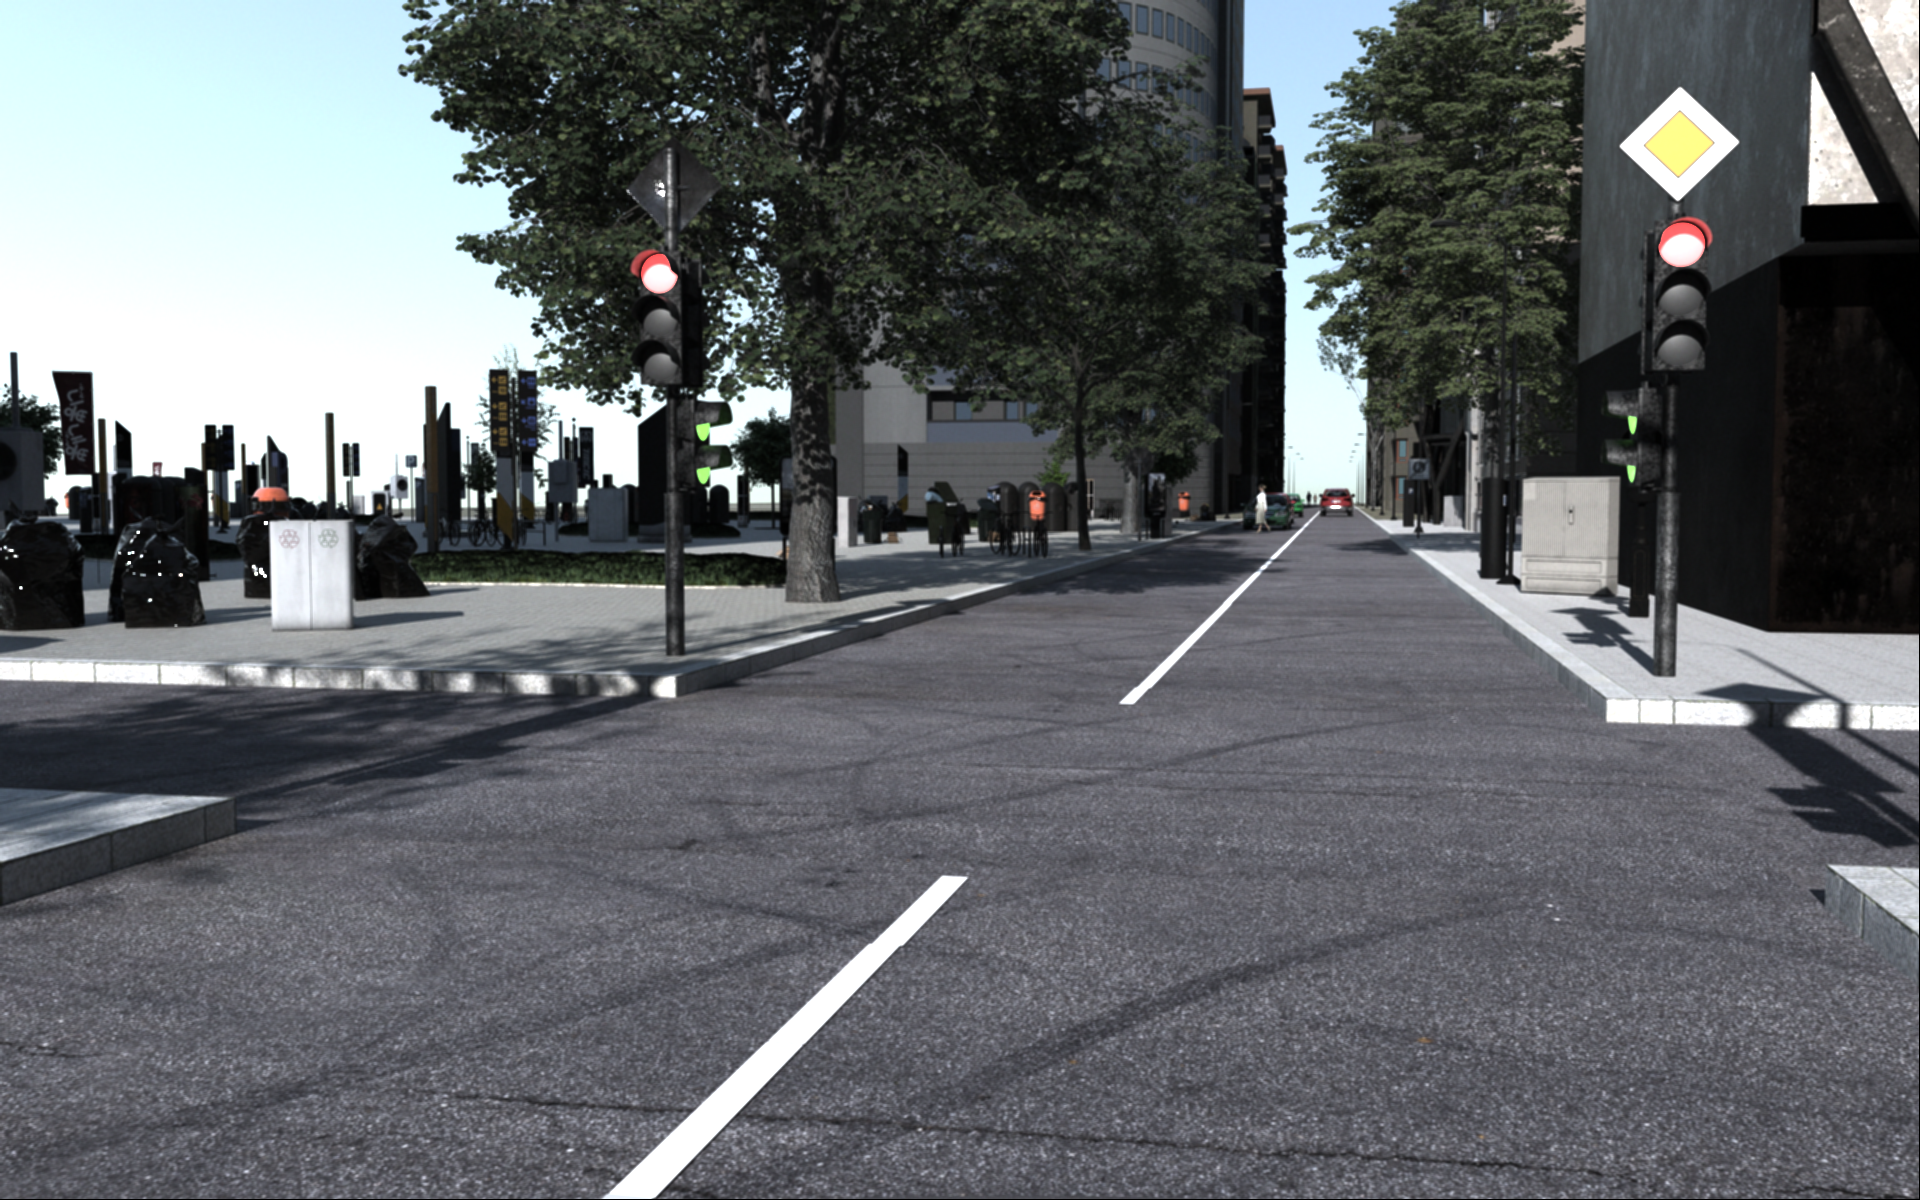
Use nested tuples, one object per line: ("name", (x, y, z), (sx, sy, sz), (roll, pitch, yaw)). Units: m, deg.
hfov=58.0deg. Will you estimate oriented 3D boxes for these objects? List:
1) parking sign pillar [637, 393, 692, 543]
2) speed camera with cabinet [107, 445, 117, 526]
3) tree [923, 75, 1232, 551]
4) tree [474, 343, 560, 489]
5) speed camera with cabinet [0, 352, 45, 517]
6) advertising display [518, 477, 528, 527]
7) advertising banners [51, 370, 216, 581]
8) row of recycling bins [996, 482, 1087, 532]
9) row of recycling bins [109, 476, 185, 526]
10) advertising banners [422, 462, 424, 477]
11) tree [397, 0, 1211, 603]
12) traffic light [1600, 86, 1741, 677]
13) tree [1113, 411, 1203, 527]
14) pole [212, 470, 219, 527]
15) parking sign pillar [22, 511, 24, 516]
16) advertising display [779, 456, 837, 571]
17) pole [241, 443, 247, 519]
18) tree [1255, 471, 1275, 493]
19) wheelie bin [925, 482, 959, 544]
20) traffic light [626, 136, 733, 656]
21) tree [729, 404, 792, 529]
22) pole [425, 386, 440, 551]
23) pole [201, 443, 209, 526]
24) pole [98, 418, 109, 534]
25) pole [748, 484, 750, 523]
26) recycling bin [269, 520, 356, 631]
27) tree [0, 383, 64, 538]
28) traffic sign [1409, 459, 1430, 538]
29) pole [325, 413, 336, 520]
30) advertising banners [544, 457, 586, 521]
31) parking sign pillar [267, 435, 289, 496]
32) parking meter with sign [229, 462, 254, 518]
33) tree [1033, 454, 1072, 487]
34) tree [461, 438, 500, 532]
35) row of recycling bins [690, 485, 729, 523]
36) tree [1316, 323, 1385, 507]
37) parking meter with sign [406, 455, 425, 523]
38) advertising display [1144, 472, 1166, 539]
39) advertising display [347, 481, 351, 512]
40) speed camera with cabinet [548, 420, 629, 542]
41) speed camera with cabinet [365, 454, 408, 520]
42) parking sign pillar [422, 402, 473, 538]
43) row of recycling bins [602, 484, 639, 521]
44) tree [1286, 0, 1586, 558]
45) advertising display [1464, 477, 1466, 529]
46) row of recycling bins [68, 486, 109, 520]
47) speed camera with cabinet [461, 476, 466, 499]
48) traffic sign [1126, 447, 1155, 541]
("parking sign pillar", (-7.849, -3.514, 45.934), (1.447, 3.967, 1.447), (1, 4, 12))
("speed camera with cabinet", (-33.212, -4.610, 69.706), (2.038, 3.252, 0.660), (-1, 4, -10))
("tree", (2.505, -6.407, 39.172), (7.601, 10.594, 8.767), (0, 4, 1))
("tree", (-21.240, -8.167, 83.897), (4.737, 8.622, 4.395), (0, 3, 0))
("speed camera with cabinet", (-13.866, -1.817, 24.051), (2.038, 3.252, 0.660), (0, 4, 3))
("advertising display", (-16.634, -3.742, 66.395), (0.123, 1.923, 0.974), (-3, 5, -41))
("advertising banners", (-11.915, -1.764, 25.033), (2.074, 3.025, 0.090), (-2, 4, -27))
("row of recycling bins", (2.733, -3.160, 58.771), (3.534, 1.692, 1.069), (-2, 4, -27))
("row of recycling bins", (-18.420, -2.008, 39.948), (1.069, 1.692, 3.534), (-1, 4, -9))
("advertising banners", (-29.283, -6.063, 95.310), (0.090, 3.025, 2.074), (-2, 4, -32))
("tree", (-1.872, -6.949, 20.265), (9.857, 13.997, 8.962), (0, 3, 0))
("traffic light", (4.950, -1.418, 12.104), (0.839, 4.253, 0.868), (1, 4, 12))
("tree", (7.679, -5.107, 67.213), (4.285, 4.588, 4.351), (0, 3, 0))
("pole", (-29.217, -4.532, 67.947), (0.158, 3.312, 0.155), (0, 3, 0))
("parking sign pillar", (-44.058, -5.646, 80.781), (1.447, 3.967, 1.447), (3, 4, 38))
("advertising display", (-2.548, -1.462, 29.113), (0.974, 1.923, 0.123), (1, 4, 11))
("pole", (-28.782, -4.635, 69.620), (0.158, 3.312, 0.155), (0, 3, 0))
("tree", (26.232, -9.391, 148.151), (1.663, 3.219, 1.824), (0, 3, 0))
("wheelie bin", (-0.499, -2.238, 44.499), (0.693, 1.594, 0.980), (2, 4, 32))
("traffic light", (-2.246, -1.512, 13.650), (0.839, 4.253, 0.868), (1, 4, 12))
("tree", (-6.947, -4.899, 63.818), (4.285, 4.588, 4.351), (0, 3, 0))
("pole", (-9.988, -2.381, 32.778), (0.158, 3.312, 0.155), (0, 3, 0))
("pole", (-29.987, -4.584, 68.787), (0.158, 3.312, 0.155), (0, 3, 0))
("pole", (-23.128, -3.237, 46.770), (0.158, 3.312, 0.155), (0, 3, 0))
("pole", (-9.286, -4.994, 75.502), (0.158, 3.312, 0.155), (0, 3, 0))
("recycling bin", (-6.186, -0.246, 16.576), (0.722, 1.027, 0.722), (-1, 4, -17))
("tree", (-28.071, -4.132, 51.265), (4.285, 4.588, 4.351), (0, 3, 0))
("traffic sign", (13.300, -2.941, 50.212), (0.606, 2.300, 0.079), (1, 4, 18))
("pole", (-15.773, -3.032, 43.417), (0.158, 3.312, 0.155), (0, 3, 0))
("advertising banners", (-18.559, -5.226, 81.635), (2.074, 3.025, 0.090), (-1, 4, -10))
("parking sign pillar", (-31.562, -5.610, 80.194), (1.447, 3.967, 1.447), (0, 4, 2))
("parking meter with sign", (-38.414, -5.890, 92.570), (0.543, 3.016, 1.738), (1, 4, 9))
("tree", (4.457, -5.234, 80.172), (1.663, 3.219, 1.824), (0, 3, 0))
("tree", (-16.272, -3.978, 59.638), (1.663, 3.219, 1.824), (0, 3, 0))
("row of recycling bins", (-11.892, -4.212, 75.986), (3.534, 1.692, 1.069), (-1, 4, -16))
("tree", (41.972, -19.144, 168.889), (12.611, 20.169, 13.585), (0, 3, 0))
("parking meter with sign", (-24.312, -5.031, 78.519), (0.543, 3.016, 1.738), (1, 4, 21))
("advertising display", (5.648, -2.744, 50.084), (0.123, 1.923, 0.974), (3, 5, 40))
("advertising display", (-29.540, -4.806, 83.786), (0.123, 1.923, 0.974), (-1, 4, -13))
("speed camera with cabinet", (-10.021, -3.203, 46.705), (2.038, 3.252, 0.660), (0, 3, 0))
("speed camera with cabinet", (-27.825, -5.486, 84.027), (0.660, 3.252, 2.038), (3, 5, 40))
("parking sign pillar", (-15.309, -3.861, 51.600), (1.447, 3.967, 1.447), (-3, 4, -36))
("row of recycling bins", (-13.409, -3.943, 71.579), (3.534, 1.692, 1.069), (2, 4, 29))
("tree", (10.254, -7.119, 34.527), (7.486, 12.596, 7.792), (0, 3, 0))
("advertising display", (19.024, -3.591, 63.919), (0.123, 1.923, 0.974), (-2, 4, -35))
("row of recycling bins", (-43.047, -4.906, 87.334), (3.534, 1.692, 1.069), (-1, 4, -12))
("speed camera with cabinet", (-24.600, -5.429, 83.104), (0.660, 3.252, 2.038), (1, 4, 23))
("traffic sign", (4.881, -2.867, 46.974), (0.768, 2.556, 0.104), (1, 4, 16))
